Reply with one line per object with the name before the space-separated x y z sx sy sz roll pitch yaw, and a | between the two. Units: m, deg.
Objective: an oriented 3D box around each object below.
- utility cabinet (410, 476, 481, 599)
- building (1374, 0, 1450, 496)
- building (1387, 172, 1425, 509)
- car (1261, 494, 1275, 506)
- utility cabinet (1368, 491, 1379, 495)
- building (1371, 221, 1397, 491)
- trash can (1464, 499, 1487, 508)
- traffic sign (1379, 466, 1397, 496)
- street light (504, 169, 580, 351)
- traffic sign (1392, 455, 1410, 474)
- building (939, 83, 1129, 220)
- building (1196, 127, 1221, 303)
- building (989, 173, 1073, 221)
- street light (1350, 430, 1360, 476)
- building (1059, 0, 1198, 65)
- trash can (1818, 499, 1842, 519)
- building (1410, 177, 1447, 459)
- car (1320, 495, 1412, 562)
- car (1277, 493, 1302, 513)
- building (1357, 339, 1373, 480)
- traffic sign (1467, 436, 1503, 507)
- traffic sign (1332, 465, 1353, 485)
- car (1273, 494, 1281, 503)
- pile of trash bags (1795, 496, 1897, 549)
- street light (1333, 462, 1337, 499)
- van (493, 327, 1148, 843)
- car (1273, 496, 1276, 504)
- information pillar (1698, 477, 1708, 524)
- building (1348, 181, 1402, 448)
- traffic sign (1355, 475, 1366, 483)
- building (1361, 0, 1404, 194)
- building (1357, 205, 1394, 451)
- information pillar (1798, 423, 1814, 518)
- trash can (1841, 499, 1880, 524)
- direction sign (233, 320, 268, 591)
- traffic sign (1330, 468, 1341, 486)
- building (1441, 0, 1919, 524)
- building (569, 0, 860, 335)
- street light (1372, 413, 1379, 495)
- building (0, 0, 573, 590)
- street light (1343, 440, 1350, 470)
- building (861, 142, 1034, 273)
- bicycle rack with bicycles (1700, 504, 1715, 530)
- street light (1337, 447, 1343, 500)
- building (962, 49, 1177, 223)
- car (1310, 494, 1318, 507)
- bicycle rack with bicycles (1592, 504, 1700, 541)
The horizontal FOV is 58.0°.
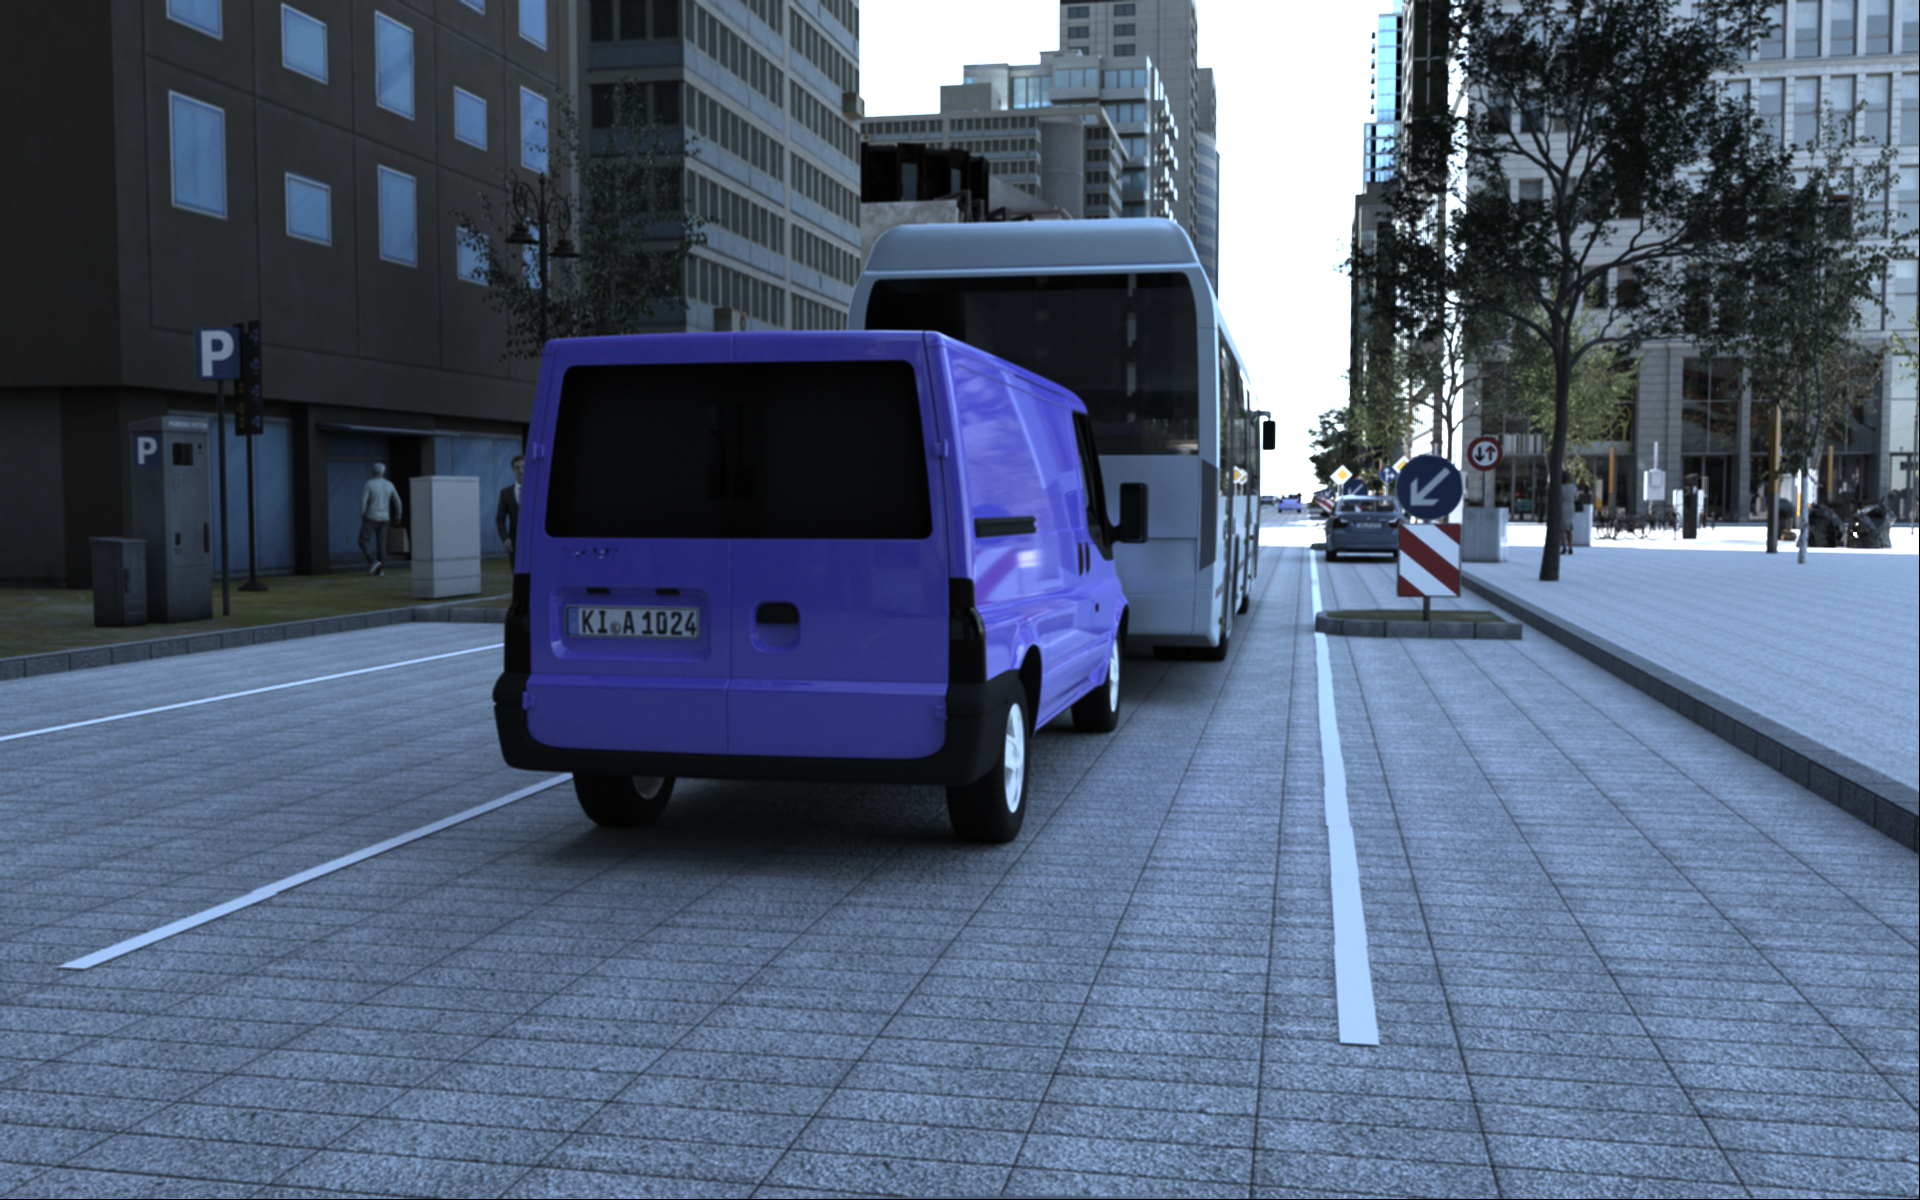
utility cabinet | -6.380 -0.783 21.474 0.318 1.500 1.173 1 4 13
building | 50.691 -44.397 164.146 20.563 71.187 20.611 1 4 11
building | 41.549 -21.529 137.897 13.634 28.700 20.117 1 4 11
car | 38.059 -12.398 214.717 2.014 1.417 4.499 1 4 13
utility cabinet | 27.231 -6.441 113.984 0.318 1.500 1.173 -1 4 -10
building | 50.964 -25.205 183.810 14.160 30.474 14.107 1 4 11
trash can | 16.459 -2.673 55.350 0.748 1.137 0.748 0 3 0
traffic sign | 19.329 -4.778 78.229 0.768 2.556 0.104 1 4 17
street light | -5.999 -3.197 25.053 0.468 5.910 1.993 1 4 11
traffic sign | 15.061 -3.608 58.721 0.795 2.593 0.064 1 4 18
building | 2.762 -29.123 168.038 32.217 40.220 23.993 1 4 11
building | 29.580 -44.722 273.200 21.231 58.520 28.212 1 4 11
building | 3.204 -16.254 114.906 9.793 20.994 18.267 1 4 11
street light | 27.665 -9.058 120.886 0.468 5.910 1.993 1 4 11
building | 25.610 -49.572 248.758 20.563 71.187 20.611 1 4 11
trash can | 23.917 -2.191 47.483 0.748 1.137 0.748 0 3 0
building | 31.446 -15.326 99.739 9.793 20.994 18.267 1 4 11
car | 8.894 -1.584 37.898 2.014 1.417 4.499 1 4 12
car | 25.284 -7.537 132.818 1.945 1.707 3.694 1 4 10
building | 61.478 -21.956 204.011 27.650 21.520 28.899 1 4 11
traffic sign | 11.559 -2.328 38.177 0.768 2.556 0.104 1 4 18
traffic sign | 15.180 -4.067 68.690 0.795 2.593 0.064 1 4 11
car | 48.003 -15.438 264.780 2.083 1.381 4.827 1 4 11
pile of trash bags | 21.525 -1.900 40.813 1.912 1.369 3.447 -2 4 -33
street light | 42.772 -13.652 196.005 0.468 5.910 1.993 1 4 11
van | -0.321 -0.276 8.902 2.240 2.365 5.245 1 4 12
car | 43.410 -14.160 243.881 2.083 1.381 4.827 1 4 10
information pillar | 31.581 -4.233 73.709 0.304 2.012 0.304 -1 4 -23
building | 70.113 -39.049 262.146 21.300 48.544 21.600 1 4 11
traffic sign | 26.313 -6.956 113.840 0.768 2.556 0.104 1 4 18
building | 75.472 -59.573 286.688 22.319 86.520 31.000 1 4 11
building | 63.529 -34.369 245.521 14.154 41.232 14.086 1 4 11
information pillar | 27.947 -4.029 57.229 0.504 3.616 0.183 -1 4 -17
trash can | 23.183 -2.005 44.441 0.748 1.137 0.748 0 3 0
direction sign | -9.397 -1.891 22.914 0.379 3.537 0.876 -3 5 -43
traffic sign | 16.747 -4.546 76.520 0.795 2.593 0.064 1 4 11
building | 38.027 -18.475 79.565 29.804 29.767 11.434 1 4 11
building | -15.838 -22.034 52.138 23.993 40.220 32.217 1 4 11
street light | 22.185 -7.351 92.971 0.468 5.910 1.993 1 4 11
building | -16.265 -23.210 29.592 14.600 45.320 14.200 1 4 11
street light | 33.486 -10.804 149.426 0.468 5.910 1.993 1 4 11
building | -4.427 -13.741 92.112 16.820 18.784 16.811 1 4 11
bicycle rack with bicycles | 25.884 -2.977 62.049 2.852 0.926 2.925 1 4 23
street light | 37.241 -11.989 168.799 0.468 5.910 1.993 1 4 11
building | 12.459 -35.137 194.102 23.786 49.044 30.456 1 4 11
car | 37.071 -10.294 178.532 2.015 1.641 3.980 1 4 12
bicycle rack with bicycles | 18.603 -2.161 48.710 2.925 0.926 2.852 0 4 -6
